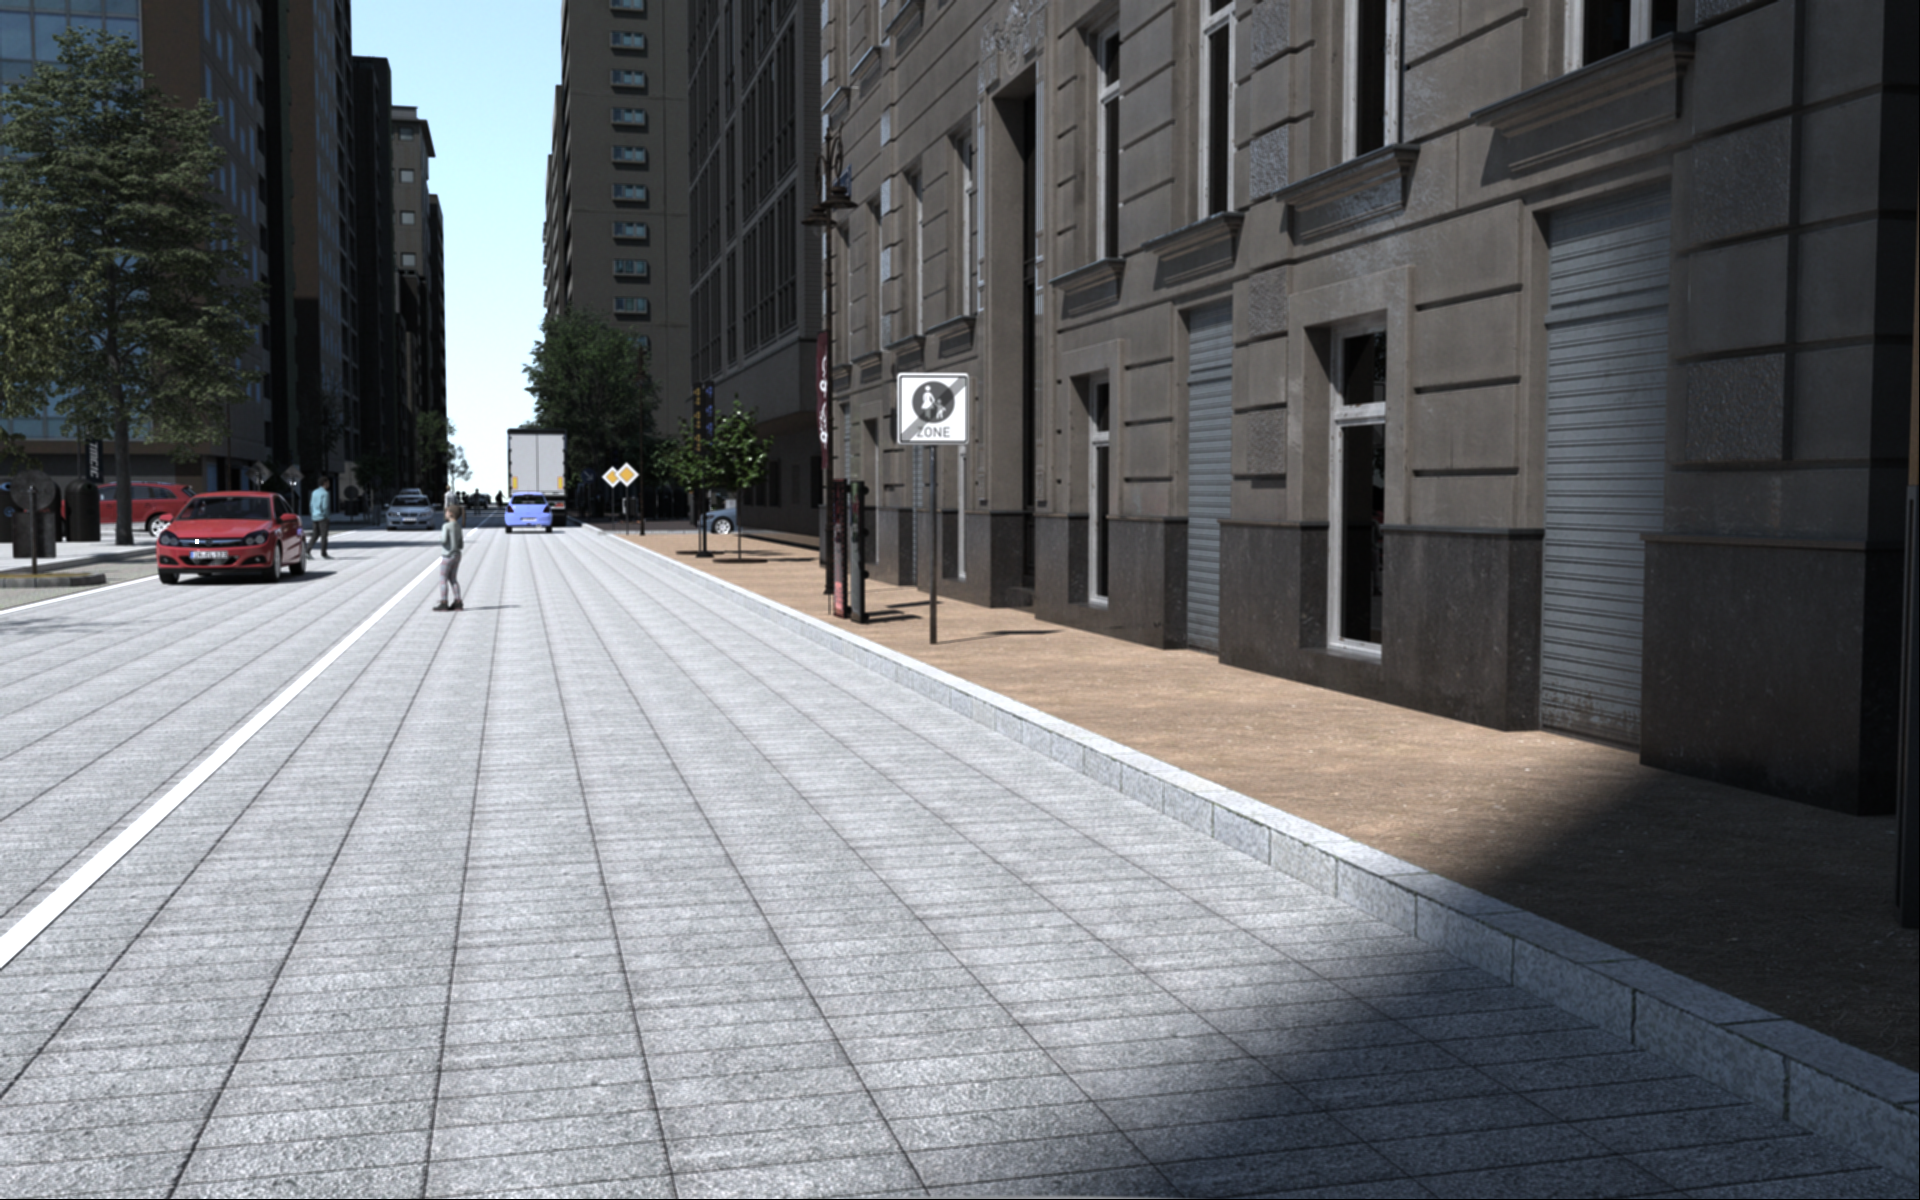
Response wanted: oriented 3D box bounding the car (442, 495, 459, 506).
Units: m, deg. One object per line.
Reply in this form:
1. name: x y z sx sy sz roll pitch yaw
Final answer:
1. car: -58.089 -11.327 197.194 2.014 1.417 4.499 -1 4 -13

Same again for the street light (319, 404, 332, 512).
1. street light: -32.569 -7.111 89.045 0.468 5.910 1.993 -1 4 -14

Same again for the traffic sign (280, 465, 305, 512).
1. traffic sign: -22.807 -3.399 59.209 0.795 2.450 0.064 -1 4 -14

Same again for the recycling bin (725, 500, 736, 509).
1. recycling bin: -10.485 -4.145 80.324 0.722 1.027 0.722 -1 4 -18

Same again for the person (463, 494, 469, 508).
1. person: -49.386 -9.883 173.313 0.697 1.427 0.421 3 4 39

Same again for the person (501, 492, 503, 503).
1. person: -53.563 -11.787 202.153 0.436 1.711 0.756 -1 4 -21

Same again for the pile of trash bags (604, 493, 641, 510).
1. pile of trash bags: -24.909 -7.342 129.789 1.912 1.369 3.447 3 4 37

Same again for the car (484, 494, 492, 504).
1. car: -66.859 -14.271 243.557 2.015 1.641 3.980 -1 4 -15

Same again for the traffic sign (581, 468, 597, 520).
1. traffic sign: -18.069 -5.150 84.313 0.768 2.556 0.104 -1 4 -13

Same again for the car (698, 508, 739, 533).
1. car: -6.825 -2.940 60.079 4.499 1.417 2.014 -1 4 -14

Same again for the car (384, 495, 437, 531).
1. car: -21.889 -3.491 69.085 2.014 1.417 4.499 -1 4 -15

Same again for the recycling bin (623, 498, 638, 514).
1. recycling bin: -20.961 -5.966 110.102 0.722 1.027 0.722 1 4 17

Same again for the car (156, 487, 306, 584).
1. car: -12.231 -1.233 29.206 2.155 1.783 4.494 -1 4 -13

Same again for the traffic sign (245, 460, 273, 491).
1. traffic sign: -20.818 -2.925 51.474 0.795 2.450 0.064 -1 4 -14

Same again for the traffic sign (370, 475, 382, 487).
1. traffic sign: -39.484 -7.161 117.183 0.768 2.556 0.104 -1 4 -13

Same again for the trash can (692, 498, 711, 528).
1. trash can: -9.907 -3.351 66.436 0.748 1.137 0.748 0 3 0

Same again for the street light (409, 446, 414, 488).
1. street light: -51.857 -11.699 164.061 0.468 5.910 1.993 -1 4 -14

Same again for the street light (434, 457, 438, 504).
1. street light: -64.638 -14.726 213.550 0.468 5.910 1.993 -1 4 -14

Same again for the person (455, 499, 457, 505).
1. person: -23.109 -4.147 78.902 0.503 1.515 0.523 -3 5 -41

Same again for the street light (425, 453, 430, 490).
1. street light: -59.802 -13.573 194.703 0.468 5.910 1.993 -1 4 -14

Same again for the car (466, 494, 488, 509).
1. car: -46.733 -9.535 167.695 2.131 1.459 4.920 -1 4 -13

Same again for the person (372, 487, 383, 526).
1. person: -26.274 -4.220 78.041 0.362 1.759 0.519 3 5 40

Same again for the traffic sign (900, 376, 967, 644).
1. traffic sign: -0.229 -0.771 14.743 0.606 2.300 0.079 0 4 -5

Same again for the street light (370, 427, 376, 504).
1. street light: -40.348 -8.950 119.117 0.468 5.910 1.993 -1 4 -14

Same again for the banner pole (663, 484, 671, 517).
1. banner pole: -15.547 -6.217 91.670 0.401 3.779 0.863 2 4 25

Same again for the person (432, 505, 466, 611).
1. person: -6.276 -0.518 21.250 0.394 1.301 0.425 0 4 3

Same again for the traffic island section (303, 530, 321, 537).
1. traffic island section: -22.828 -2.262 59.265 2.009 0.180 2.903 -1 4 -14

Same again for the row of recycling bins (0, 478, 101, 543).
1. row of recycling bins: -24.791 -2.374 45.924 3.534 1.692 1.069 -2 4 -35

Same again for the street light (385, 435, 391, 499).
1. street light: -43.960 -9.819 133.335 0.468 5.910 1.993 -1 4 -14

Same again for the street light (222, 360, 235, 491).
1. street light: -24.882 -5.270 58.950 0.468 5.910 1.993 -1 4 -14

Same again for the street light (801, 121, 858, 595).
1. street light: -1.661 -3.010 21.994 0.468 5.910 1.993 -1 4 -14

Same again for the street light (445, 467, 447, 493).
1. street light: -72.326 -16.576 243.803 0.468 5.910 1.993 -1 4 -14

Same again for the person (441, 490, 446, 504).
1. person: -41.383 -7.967 139.475 1.217 1.735 0.721 3 4 37

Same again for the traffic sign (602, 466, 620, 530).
1. traffic sign: -12.395 -3.560 61.855 0.795 2.450 0.064 -1 4 -14

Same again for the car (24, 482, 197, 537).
1. car: -26.452 -2.793 54.343 5.304 1.827 2.281 -1 4 -12

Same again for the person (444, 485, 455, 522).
1. person: -20.896 -3.808 70.981 0.478 1.798 0.641 -2 4 -32

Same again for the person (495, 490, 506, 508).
1. person: -46.749 -10.252 176.129 1.348 1.823 0.705 2 4 24

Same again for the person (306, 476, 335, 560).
1. person: -14.047 -1.796 37.887 0.660 1.820 0.620 2 4 33

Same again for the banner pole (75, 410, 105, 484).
1. banner pole: -25.289 -3.684 50.254 0.863 3.779 0.401 -2 4 -31

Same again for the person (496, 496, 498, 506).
1. person: -52.838 -11.386 197.886 0.421 1.427 0.697 0 4 0

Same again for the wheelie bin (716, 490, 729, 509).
1. wheelie bin: -16.885 -7.023 122.739 0.980 1.594 0.693 -3 5 -43

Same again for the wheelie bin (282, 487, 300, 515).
1. wheelie bin: -30.628 -4.363 79.243 0.693 1.594 0.980 -3 5 -40

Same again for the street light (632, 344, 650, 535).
1. street light: -9.861 -4.943 53.601 0.468 5.910 1.993 -1 4 -14

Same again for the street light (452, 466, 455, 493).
1. street light: -80.081 -18.416 273.880 0.468 5.910 1.993 -1 4 -14

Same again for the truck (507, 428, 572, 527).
1. truck: -19.267 -5.536 79.425 2.839 4.237 11.283 -1 4 -13

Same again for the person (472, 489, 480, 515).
1. person: -32.344 -6.554 115.833 0.511 1.800 0.466 0 4 -6

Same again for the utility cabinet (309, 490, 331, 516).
1. utility cabinet: -37.518 -5.676 101.477 1.173 1.500 0.318 -2 4 -25

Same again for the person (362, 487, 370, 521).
1. person: -29.019 -4.642 84.736 0.374 1.781 0.599 -3 4 -39

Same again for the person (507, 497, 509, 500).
1. person: -40.814 -9.143 157.979 0.705 1.826 1.348 1 4 23

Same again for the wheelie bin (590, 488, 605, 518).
1. wheelie bin: -19.617 -5.253 93.789 0.693 1.594 0.980 -3 4 -37

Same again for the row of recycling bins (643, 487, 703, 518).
1. row of recycling bins: -15.654 -5.357 94.696 3.534 1.692 1.069 1 4 9

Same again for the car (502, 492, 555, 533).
1. car: -16.089 -3.364 64.588 1.945 1.707 3.694 -1 4 -14

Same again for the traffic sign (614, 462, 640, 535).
1. traffic sign: -10.406 -3.087 54.120 0.795 2.450 0.064 -1 4 -14
